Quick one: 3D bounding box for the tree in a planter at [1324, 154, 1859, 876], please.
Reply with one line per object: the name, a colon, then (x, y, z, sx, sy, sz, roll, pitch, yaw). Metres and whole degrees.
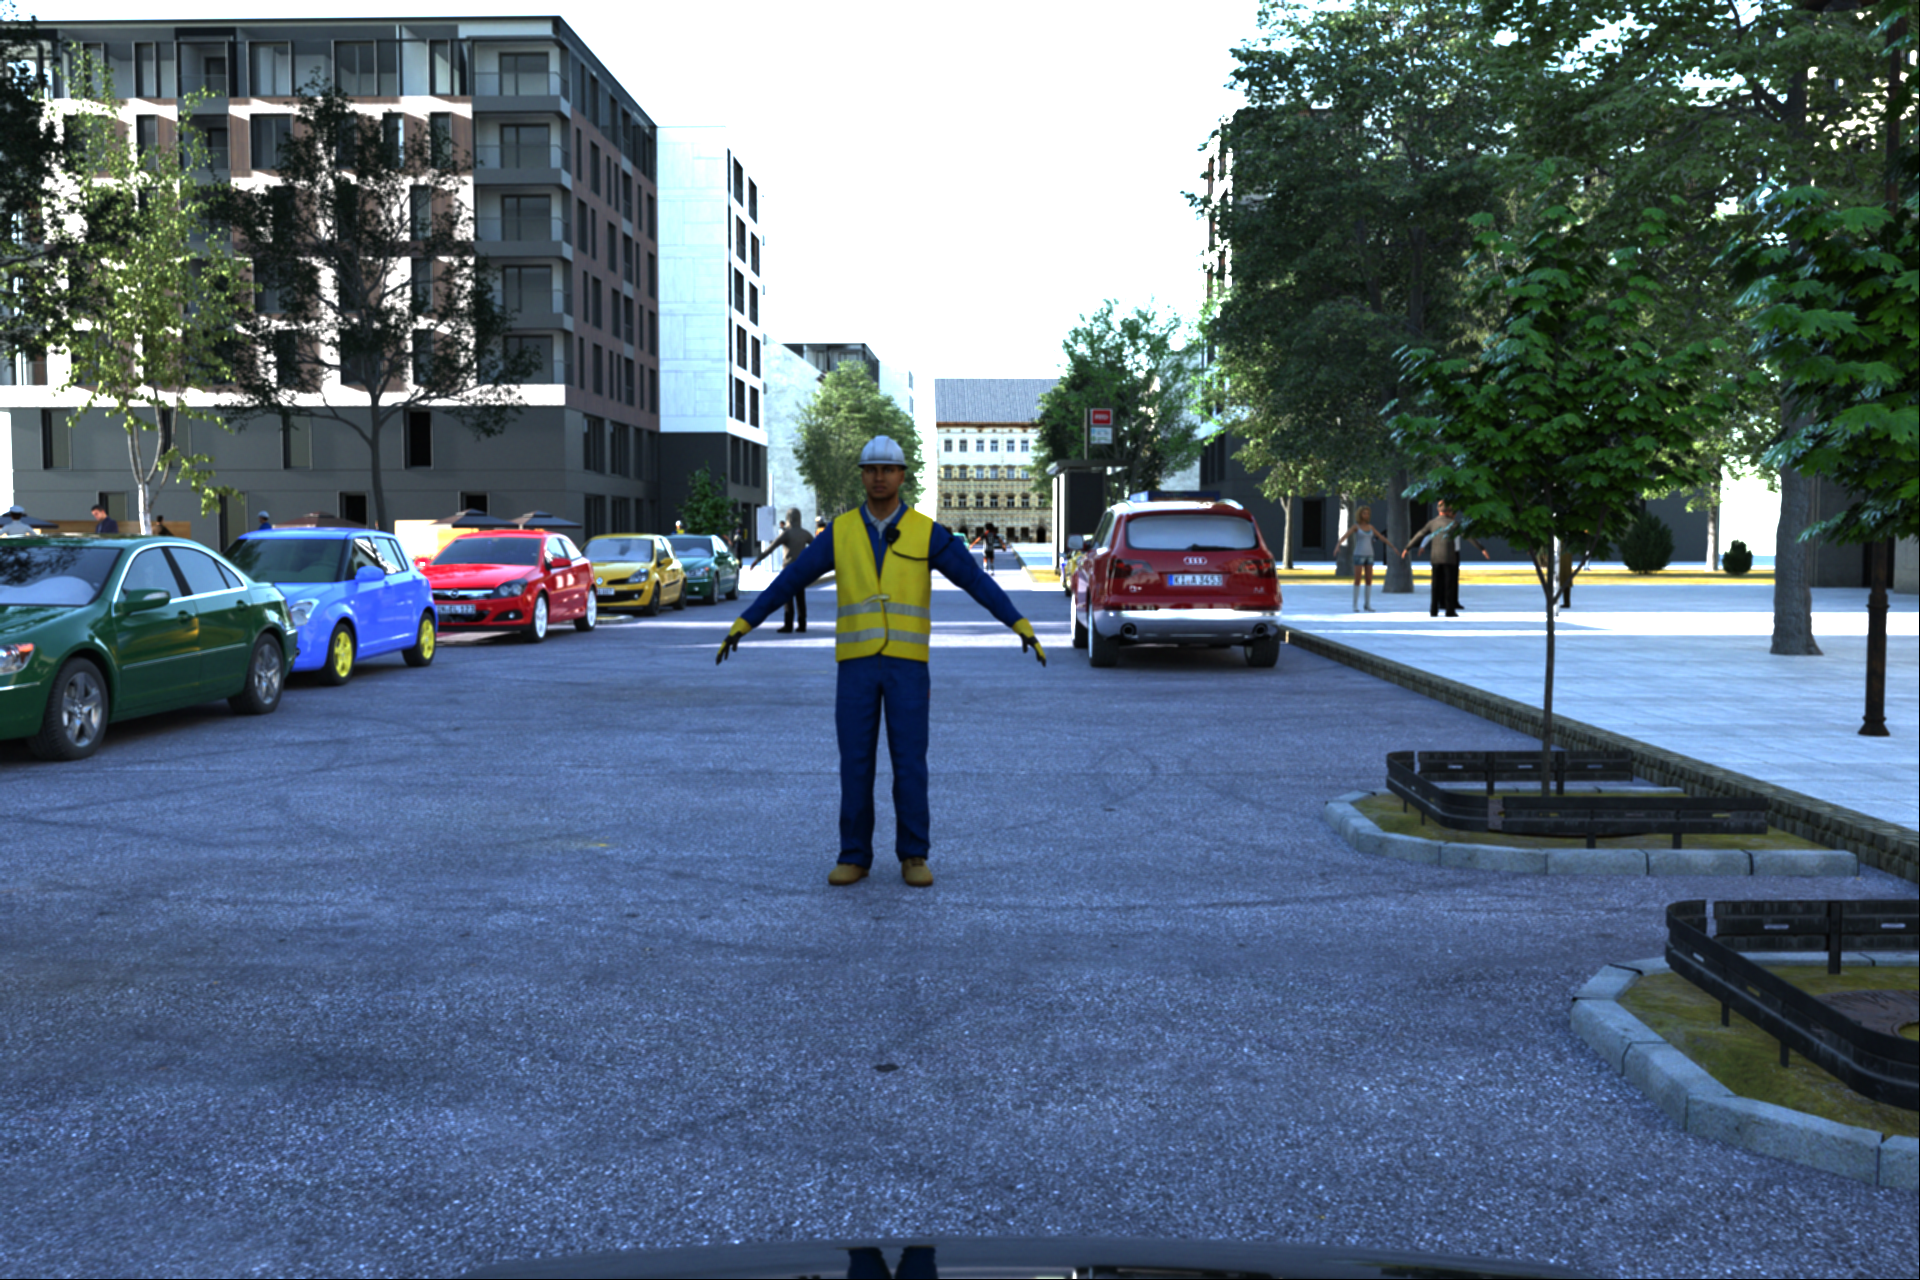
tree in a planter: (2.805, -0.670, 8.184, 1.991, 3.239, 1.994, 0, 4, 2)

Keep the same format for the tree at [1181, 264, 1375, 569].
tree: (11.902, -8.388, 62.906, 9.928, 11.665, 9.643, 0, 3, 0)

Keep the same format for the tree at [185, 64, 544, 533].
tree: (-12.162, -6.176, 35.384, 7.601, 10.594, 8.767, -1, 4, -17)

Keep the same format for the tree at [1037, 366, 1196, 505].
tree: (8.293, -9.638, 91.996, 8.767, 10.594, 7.601, 0, 4, 3)

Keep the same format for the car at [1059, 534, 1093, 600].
car: (3.240, -1.735, 38.583, 2.015, 1.641, 3.980, 0, 4, 0)

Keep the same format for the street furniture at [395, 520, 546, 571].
street furniture: (-17.352, -3.165, 58.603, 9.812, 1.723, 11.010, 3, 5, 42)

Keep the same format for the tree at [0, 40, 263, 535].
tree: (-12.509, -4.644, 26.287, 4.737, 8.622, 4.395, 0, 3, 0)

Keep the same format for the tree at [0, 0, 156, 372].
tree: (-12.510, -5.133, 18.329, 7.601, 10.594, 8.767, -2, 4, -33)

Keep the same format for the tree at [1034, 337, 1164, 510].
tree: (7.961, -11.139, 100.242, 7.486, 12.596, 7.792, 0, 3, 0)

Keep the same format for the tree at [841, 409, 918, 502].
tree: (-6.504, -11.624, 124.458, 7.601, 10.594, 8.767, -1, 4, -8)

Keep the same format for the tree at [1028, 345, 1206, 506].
tree: (7.482, -9.074, 82.779, 8.767, 10.594, 7.601, 0, 4, 2)

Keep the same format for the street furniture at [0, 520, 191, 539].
street furniture: (-29.853, -3.071, 57.057, 11.010, 1.723, 9.812, 3, 4, 36)

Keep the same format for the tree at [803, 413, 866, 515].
tree: (-6.937, -9.461, 105.056, 4.360, 8.622, 3.978, 0, 3, 0)

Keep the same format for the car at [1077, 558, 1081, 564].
car: (3.006, -1.167, 29.296, 2.015, 1.641, 3.980, 0, 4, 1)

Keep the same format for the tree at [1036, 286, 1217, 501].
tree: (7.102, -9.040, 73.566, 9.928, 11.665, 9.643, 0, 3, 0)

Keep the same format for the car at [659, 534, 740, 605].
car: (-5.780, -1.504, 36.381, 2.131, 1.459, 4.920, 0, 4, 1)

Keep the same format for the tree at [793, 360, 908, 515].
tree: (-7.350, -11.935, 113.258, 7.486, 12.596, 7.792, 0, 3, 0)

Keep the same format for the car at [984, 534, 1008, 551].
car: (2.973, -8.207, 143.973, 2.009, 1.686, 4.222, 0, 4, 0)

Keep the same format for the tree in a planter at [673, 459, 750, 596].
tree in a planter: (-6.066, -2.689, 41.189, 1.991, 3.239, 1.994, 0, 4, 1)

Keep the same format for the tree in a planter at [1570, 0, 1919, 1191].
tree in a planter: (2.748, -0.445, 4.506, 1.991, 3.239, 1.994, 0, 4, 2)

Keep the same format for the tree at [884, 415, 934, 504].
tree: (-6.143, -13.720, 150.082, 9.928, 11.665, 9.643, 0, 3, 0)

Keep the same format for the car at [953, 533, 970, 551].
car: (-0.346, -5.815, 103.877, 1.959, 1.807, 4.718, 0, 4, 1)

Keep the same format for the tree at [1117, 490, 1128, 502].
tree: (23.874, -18.428, 235.704, 7.601, 10.594, 8.767, 0, 4, -2)

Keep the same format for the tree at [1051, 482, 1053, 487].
tree: (9.523, -11.907, 145.048, 4.360, 8.622, 3.978, 0, 3, 0)

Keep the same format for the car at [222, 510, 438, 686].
car: (-6.623, -0.483, 17.481, 1.945, 1.707, 3.694, 0, 4, 2)

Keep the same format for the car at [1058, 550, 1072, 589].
car: (3.528, -1.952, 44.492, 1.945, 1.354, 3.894, 0, 4, 0)

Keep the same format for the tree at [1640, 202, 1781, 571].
tree: (26.498, -8.667, 59.830, 7.486, 12.596, 7.792, 0, 3, 0)

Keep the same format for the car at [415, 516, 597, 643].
car: (-6.350, -0.922, 24.107, 2.155, 1.783, 4.494, 0, 4, 2)

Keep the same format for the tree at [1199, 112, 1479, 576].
tree: (11.828, -8.949, 52.972, 9.857, 13.997, 8.962, 0, 3, 0)

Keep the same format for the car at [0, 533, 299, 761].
car: (-6.440, -0.040, 12.458, 2.131, 1.459, 4.920, 0, 4, 1)

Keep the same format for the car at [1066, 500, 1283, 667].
car: (2.414, -0.704, 20.184, 2.281, 1.827, 5.304, 0, 4, 0)

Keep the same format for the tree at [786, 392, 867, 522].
tree: (-7.409, -8.530, 89.823, 4.360, 8.622, 3.978, 0, 3, 0)

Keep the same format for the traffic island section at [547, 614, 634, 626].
traffic island section: (-6.387, -0.321, 28.121, 1.991, 0.108, 1.994, 0, 4, 1)

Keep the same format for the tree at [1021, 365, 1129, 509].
tree: (7.960, -12.120, 116.292, 7.486, 12.596, 7.792, 0, 3, 0)

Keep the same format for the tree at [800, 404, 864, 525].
tree: (-7.591, -9.061, 98.505, 4.360, 8.622, 3.978, 0, 3, 0)

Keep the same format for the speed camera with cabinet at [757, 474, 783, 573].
speed camera with cabinet: (-6.363, -3.891, 57.956, 0.660, 3.252, 2.038, 0, 4, 3)

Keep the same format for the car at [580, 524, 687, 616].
car: (-6.086, -1.293, 31.369, 2.015, 1.641, 3.980, 0, 4, 1)
